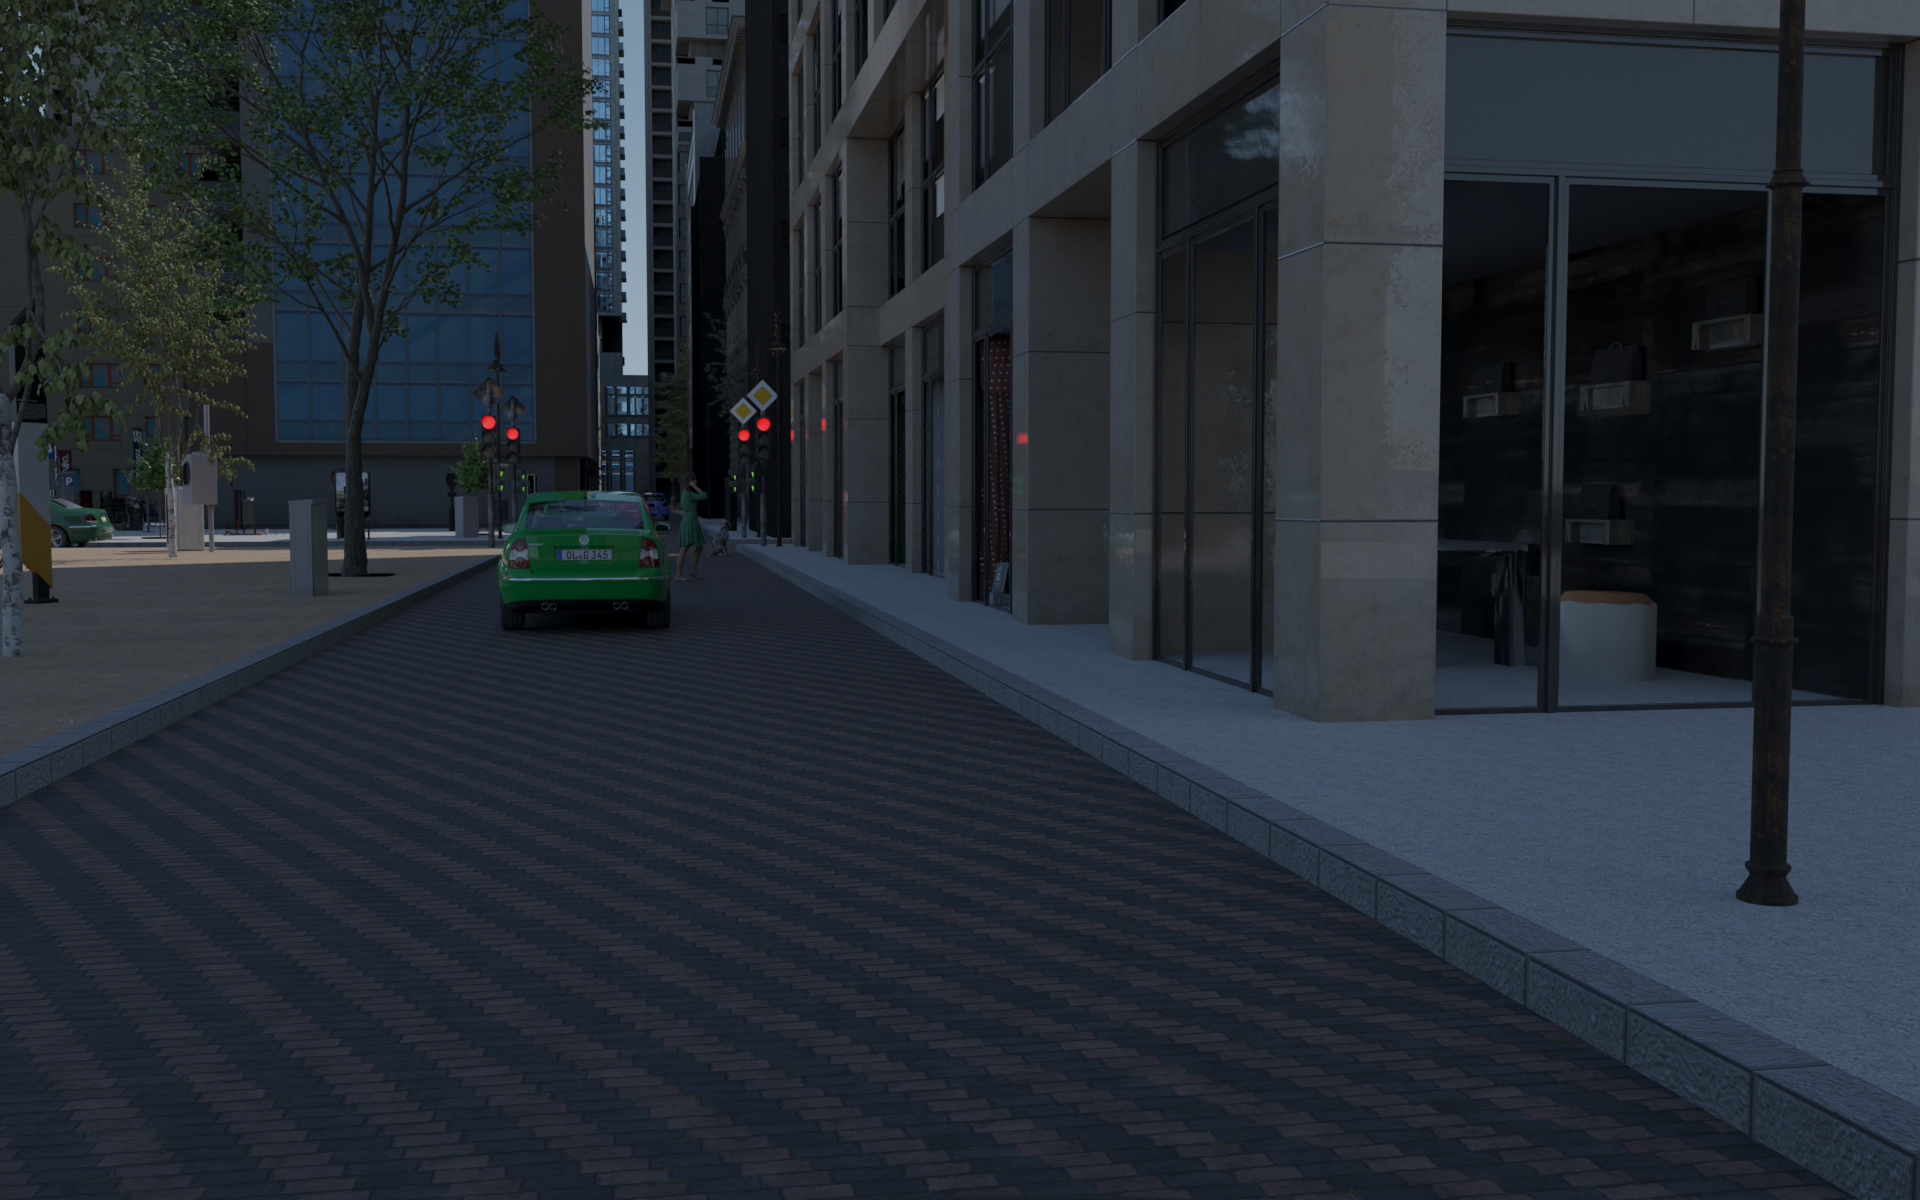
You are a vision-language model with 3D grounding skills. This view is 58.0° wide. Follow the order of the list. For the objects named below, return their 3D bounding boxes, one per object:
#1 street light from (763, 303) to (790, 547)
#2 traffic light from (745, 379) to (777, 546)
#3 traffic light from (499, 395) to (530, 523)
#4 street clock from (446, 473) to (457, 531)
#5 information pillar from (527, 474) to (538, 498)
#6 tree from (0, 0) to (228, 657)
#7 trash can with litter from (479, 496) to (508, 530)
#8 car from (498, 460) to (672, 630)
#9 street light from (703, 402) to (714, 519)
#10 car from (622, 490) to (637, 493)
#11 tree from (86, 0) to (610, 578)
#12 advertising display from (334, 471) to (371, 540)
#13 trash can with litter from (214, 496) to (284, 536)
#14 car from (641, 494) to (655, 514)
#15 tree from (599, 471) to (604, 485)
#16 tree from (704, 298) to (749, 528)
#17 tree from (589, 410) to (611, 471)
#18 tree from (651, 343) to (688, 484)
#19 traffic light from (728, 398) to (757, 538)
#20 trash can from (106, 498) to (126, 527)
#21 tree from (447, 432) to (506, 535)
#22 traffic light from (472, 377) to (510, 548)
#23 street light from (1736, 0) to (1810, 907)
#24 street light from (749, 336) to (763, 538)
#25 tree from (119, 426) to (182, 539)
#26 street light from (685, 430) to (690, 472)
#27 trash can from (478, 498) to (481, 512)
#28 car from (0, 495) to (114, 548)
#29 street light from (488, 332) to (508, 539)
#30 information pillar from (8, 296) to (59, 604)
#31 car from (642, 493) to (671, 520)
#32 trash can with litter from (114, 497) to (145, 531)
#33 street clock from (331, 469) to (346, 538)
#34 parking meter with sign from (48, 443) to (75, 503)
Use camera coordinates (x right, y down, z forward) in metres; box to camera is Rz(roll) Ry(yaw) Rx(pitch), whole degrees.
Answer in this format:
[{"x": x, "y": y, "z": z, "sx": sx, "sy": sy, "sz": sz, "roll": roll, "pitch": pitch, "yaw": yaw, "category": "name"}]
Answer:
[{"x": -4.411, "y": -4.240, "z": 42.116, "sx": 0.468, "sy": 5.910, "sz": 1.993, "roll": -1, "pitch": 4, "yaw": -10, "category": "street light"}, {"x": -4.866, "y": -3.284, "z": 42.619, "sx": 0.839, "sy": 4.253, "sz": 0.868, "roll": -1, "pitch": 4, "yaw": -10, "category": "traffic light"}, {"x": -12.673, "y": -3.692, "z": 49.280, "sx": 0.839, "sy": 4.253, "sz": 0.868, "roll": -1, "pitch": 4, "yaw": -10, "category": "traffic light"}, {"x": -17.600, "y": -3.391, "z": 60.011, "sx": 0.358, "sy": 2.002, "sz": 0.471, "roll": -3, "pitch": 5, "yaw": -39, "category": "street clock"}, {"x": -15.800, "y": -3.641, "z": 64.027, "sx": 0.304, "sy": 2.012, "sz": 0.304, "roll": 0, "pitch": 4, "yaw": 6, "category": "information pillar"}, {"x": -7.557, "y": -3.844, "z": 13.219, "sx": 4.737, "sy": 8.622, "sz": 4.395, "roll": 0, "pitch": 3, "yaw": 0, "category": "tree"}, {"x": -16.886, "y": -3.127, "z": 62.183, "sx": 2.233, "sy": 1.210, "sz": 1.678, "roll": -1, "pitch": 4, "yaw": -11, "category": "trash can with litter"}, {"x": -4.255, "y": -0.670, "z": 19.748, "sx": 1.959, "sy": 1.807, "sz": 4.718, "roll": -1, "pitch": 4, "yaw": -11, "category": "car"}, {"x": -12.665, "y": -7.005, "z": 87.325, "sx": 0.468, "sy": 5.910, "sz": 1.993, "roll": -1, "pitch": 4, "yaw": -10, "category": "street light"}, {"x": -33.315, "y": -10.143, "z": 174.504, "sx": 2.281, "sy": 1.827, "sz": 5.304, "roll": -1, "pitch": 4, "yaw": -8, "category": "car"}, {"x": -9.261, "y": -6.173, "z": 26.685, "sx": 9.928, "sy": 11.665, "sz": 9.643, "roll": 0, "pitch": 3, "yaw": 0, "category": "tree"}, {"x": -17.064, "y": -2.658, "z": 48.679, "sx": 0.974, "sy": 1.923, "sz": 0.123, "roll": 0, "pitch": 4, "yaw": 0, "category": "advertising display"}, {"x": -22.426, "y": -2.639, "z": 54.212, "sx": 2.233, "sy": 1.210, "sz": 1.678, "roll": 2, "pitch": 4, "yaw": 29, "category": "trash can with litter"}, {"x": -11.832, "y": -3.179, "z": 61.011, "sx": 2.155, "sy": 1.783, "sz": 4.494, "roll": -1, "pitch": 4, "yaw": -10, "category": "car"}, {"x": -36.412, "y": -11.313, "z": 168.687, "sx": 4.285, "sy": 4.588, "sz": 4.351, "roll": 0, "pitch": 3, "yaw": 0, "category": "tree"}, {"x": -7.812, "y": -7.019, "z": 65.123, "sx": 4.360, "sy": 8.622, "sz": 3.978, "roll": 0, "pitch": 3, "yaw": 0, "category": "tree"}, {"x": -26.010, "y": -10.262, "z": 118.148, "sx": 4.360, "sy": 8.622, "sz": 3.978, "roll": 0, "pitch": 3, "yaw": 0, "category": "tree"}, {"x": -19.443, "y": -12.951, "z": 129.879, "sx": 7.486, "sy": 12.596, "sz": 7.792, "roll": 0, "pitch": 3, "yaw": 0, "category": "tree"}, {"x": -6.323, "y": -3.765, "z": 50.470, "sx": 0.839, "sy": 4.253, "sz": 0.868, "roll": -1, "pitch": 4, "yaw": -10, "category": "traffic light"}, {"x": -33.289, "y": -3.468, "z": 68.351, "sx": 0.748, "sy": 1.137, "sz": 0.748, "roll": 0, "pitch": 3, "yaw": 0, "category": "trash can"}, {"x": -15.084, "y": -3.627, "z": 53.907, "sx": 1.663, "sy": 3.219, "sz": 1.824, "roll": 0, "pitch": 3, "yaw": 0, "category": "tree"}, {"x": -11.216, "y": -3.211, "z": 41.428, "sx": 0.839, "sy": 4.253, "sz": 0.868, "roll": -1, "pitch": 4, "yaw": -10, "category": "traffic light"}, {"x": 2.551, "y": -1.988, "z": 5.294, "sx": 0.468, "sy": 5.910, "sz": 1.993, "roll": -1, "pitch": 4, "yaw": -10, "category": "street light"}, {"x": -5.931, "y": -4.779, "z": 50.924, "sx": 0.468, "sy": 5.910, "sz": 1.993, "roll": -1, "pitch": 4, "yaw": -10, "category": "street light"}, {"x": -23.044, "y": -3.378, "z": 49.836, "sx": 1.663, "sy": 3.219, "sz": 1.824, "roll": 0, "pitch": 3, "yaw": 0, "category": "tree"}, {"x": -19.487, "y": -9.255, "z": 124.106, "sx": 0.468, "sy": 5.910, "sz": 1.993, "roll": -1, "pitch": 4, "yaw": -10, "category": "street light"}, {"x": -15.954, "y": -2.732, "z": 56.320, "sx": 0.748, "sy": 1.137, "sz": 0.748, "roll": 0, "pitch": 3, "yaw": 0, "category": "trash can"}, {"x": -23.980, "y": -1.938, "z": 43.477, "sx": 4.920, "sy": 1.459, "sz": 2.131, "roll": -1, "pitch": 4, "yaw": -10, "category": "car"}, {"x": -13.169, "y": -4.688, "z": 49.437, "sx": 0.468, "sy": 5.910, "sz": 1.993, "roll": -1, "pitch": 4, "yaw": -10, "category": "street light"}, {"x": -10.820, "y": -1.763, "z": 20.178, "sx": 0.183, "sy": 3.616, "sz": 0.504, "roll": 1, "pitch": 4, "yaw": 14, "category": "information pillar"}, {"x": -16.943, "y": -5.270, "z": 95.749, "sx": 1.945, "sy": 1.707, "sz": 3.694, "roll": -1, "pitch": 4, "yaw": -9, "category": "car"}, {"x": -28.972, "y": -2.994, "z": 60.332, "sx": 1.055, "sy": 1.170, "sz": 0.624, "roll": 0, "pitch": 4, "yaw": 4, "category": "trash can with litter"}, {"x": -18.013, "y": -2.801, "z": 50.366, "sx": 0.471, "sy": 2.002, "sz": 0.358, "roll": 1, "pitch": 4, "yaw": 19, "category": "street clock"}, {"x": -30.224, "y": -3.796, "z": 58.332, "sx": 1.738, "sy": 3.016, "sz": 0.543, "roll": 2, "pitch": 4, "yaw": 30, "category": "parking meter with sign"}]
